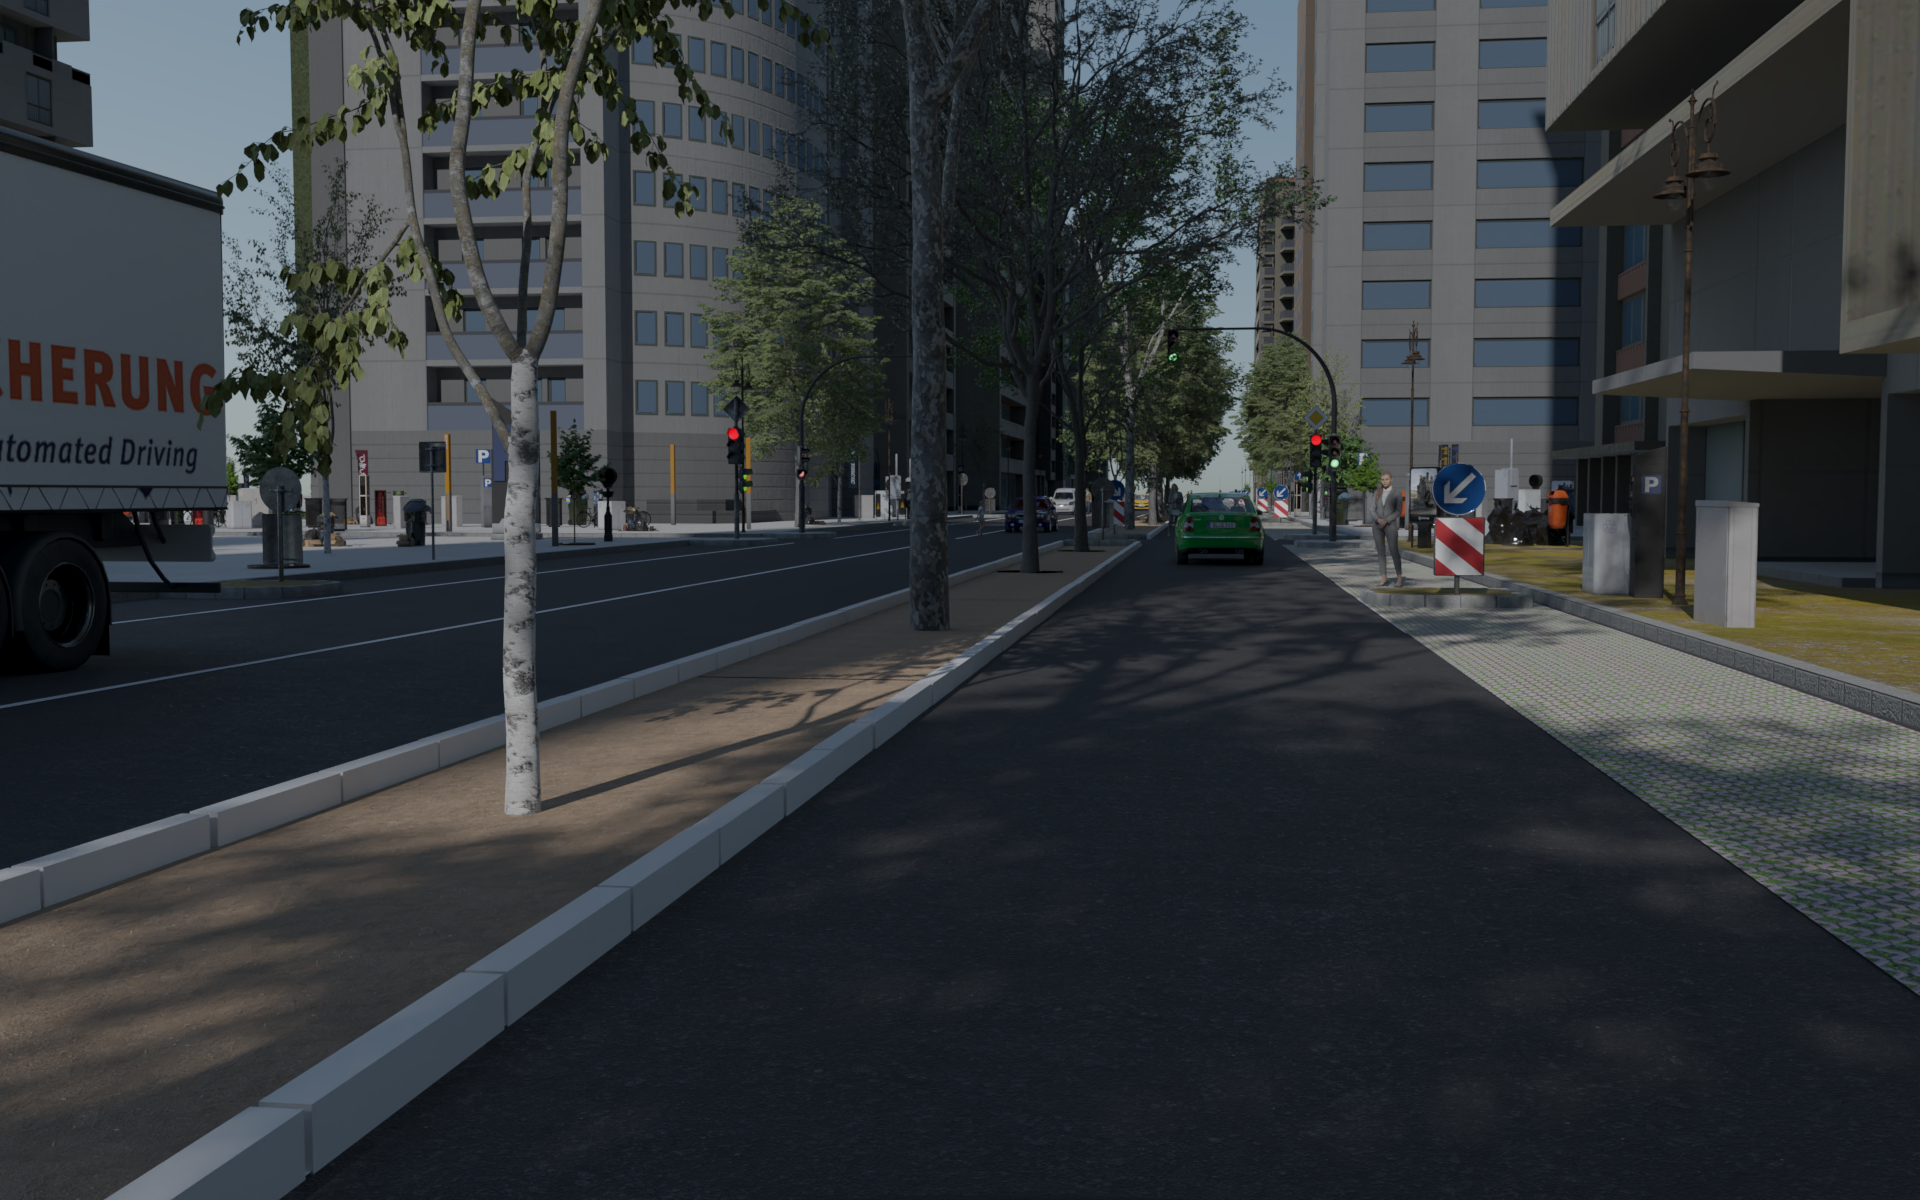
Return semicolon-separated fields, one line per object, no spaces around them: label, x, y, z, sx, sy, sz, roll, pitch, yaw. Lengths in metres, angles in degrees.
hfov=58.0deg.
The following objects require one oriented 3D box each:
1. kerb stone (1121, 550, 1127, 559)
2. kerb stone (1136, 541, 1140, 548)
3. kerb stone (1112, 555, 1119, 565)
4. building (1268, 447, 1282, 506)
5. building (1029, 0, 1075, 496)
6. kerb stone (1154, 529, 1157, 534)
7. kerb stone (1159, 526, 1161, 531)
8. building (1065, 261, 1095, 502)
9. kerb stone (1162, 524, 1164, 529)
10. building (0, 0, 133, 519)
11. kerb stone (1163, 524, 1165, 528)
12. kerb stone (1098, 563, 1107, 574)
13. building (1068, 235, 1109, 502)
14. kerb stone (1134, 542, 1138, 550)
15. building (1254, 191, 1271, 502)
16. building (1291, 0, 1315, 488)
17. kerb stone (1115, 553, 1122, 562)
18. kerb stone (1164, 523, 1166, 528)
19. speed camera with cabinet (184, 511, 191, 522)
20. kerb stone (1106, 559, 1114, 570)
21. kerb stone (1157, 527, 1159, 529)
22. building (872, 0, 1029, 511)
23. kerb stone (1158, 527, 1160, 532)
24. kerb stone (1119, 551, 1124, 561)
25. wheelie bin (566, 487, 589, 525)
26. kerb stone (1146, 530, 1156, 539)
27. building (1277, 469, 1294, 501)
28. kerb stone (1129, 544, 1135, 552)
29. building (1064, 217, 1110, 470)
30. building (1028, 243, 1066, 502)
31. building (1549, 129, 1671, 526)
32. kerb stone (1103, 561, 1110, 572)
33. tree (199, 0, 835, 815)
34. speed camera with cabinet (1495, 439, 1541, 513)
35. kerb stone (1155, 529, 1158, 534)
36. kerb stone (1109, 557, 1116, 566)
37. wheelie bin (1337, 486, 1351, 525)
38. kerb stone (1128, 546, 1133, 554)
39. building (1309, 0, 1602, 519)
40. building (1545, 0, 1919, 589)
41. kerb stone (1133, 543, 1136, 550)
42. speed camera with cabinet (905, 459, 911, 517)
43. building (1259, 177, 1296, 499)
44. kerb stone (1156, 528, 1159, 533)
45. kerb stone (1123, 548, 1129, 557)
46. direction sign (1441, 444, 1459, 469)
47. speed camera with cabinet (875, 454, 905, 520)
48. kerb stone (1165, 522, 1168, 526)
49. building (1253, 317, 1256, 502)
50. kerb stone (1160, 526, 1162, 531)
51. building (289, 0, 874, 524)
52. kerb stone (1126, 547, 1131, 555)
kerb stone;3.490;-0.944;37.629;0.120;0.150;1.000;1;4;8
kerb stone;4.510;-1.379;44.741;0.120;0.150;1.000;1;4;8
kerb stone;3.036;-0.755;34.578;0.120;0.150;1.000;1;4;8
building;45.077;-53.317;184.408;22.319;86.520;31.000;1;4;8
building;5.197;-48.187;226.104;20.563;71.187;20.611;1;4;8
kerb stone;6.477;-2.216;58.429;0.120;0.150;1.000;1;4;8
kerb stone;7.204;-2.526;63.494;0.120;0.150;1.000;1;4;8
building;2.922;-34.127;249.865;32.217;40.220;23.993;1;4;8
kerb stone;7.791;-2.773;67.554;0.120;0.150;1.000;1;4;8
building;-57.521;-29.882;77.806;27.495;52.752;28.713;1;4;8
kerb stone;7.949;-2.836;68.567;0.120;0.150;1.000;1;4;8
kerb stone;2.457;-0.506;30.520;0.120;0.150;1.000;1;4;8
building;15.572;-35.716;267.558;14.154;41.232;14.086;1;4;8
kerb stone;4.359;-1.317;43.730;0.120;0.150;1.000;1;4;8
building;55.261;-38.868;259.190;21.300;48.544;21.600;1;4;8
building;34.993;-30.145;142.975;14.600;45.320;14.200;1;4;8
kerb stone;3.184;-0.819;35.592;0.120;0.150;1.000;1;4;8
kerb stone;8.237;-2.961;70.607;0.120;0.150;1.000;1;4;8
speed camera with cabinet;-35.703;-5.296;80.926;0.660;3.252;2.038;0;4;1
kerb stone;2.750;-0.627;32.549;0.120;0.150;1.000;1;4;8
kerb stone;6.916;-2.401;61.469;0.120;0.150;1.000;1;4;8
building;-6.003;-31.808;143.770;21.300;48.544;21.600;1;4;8
kerb stone;7.059;-2.464;62.483;0.120;0.150;1.000;1;4;8
kerb stone;3.327;-0.882;36.610;0.120;0.150;1.000;1;4;8
wheelie bin;-15.622;-3.857;70.963;0.693;1.594;0.980;3;5;44
kerb stone;6.326;-2.151;57.411;0.120;0.150;1.000;1;4;8
building;40.300;-44.095;159.197;20.563;71.187;20.611;1;4;8
kerb stone;4.067;-1.192;41.691;0.120;0.150;1.000;1;4;8
building;16.906;-38.617;281.504;14.600;45.320;14.200;1;4;8
building;4.503;-26.007;196.916;14.160;30.474;14.107;1;4;8
building;37.680;-25.006;63.479;28.867;44.769;22.147;1;4;8
kerb stone;2.600;-0.571;31.537;0.120;0.150;1.000;1;4;8
tree;-1.961;-3.358;7.730;4.737;8.622;4.395;0;3;0
speed camera with cabinet;20.121;-4.167;62.462;2.038;3.252;0.660;-3;4;-38
kerb stone;6.623;-2.278;59.445;0.120;0.150;1.000;1;4;8
kerb stone;2.892;-0.694;33.565;0.120;0.150;1.000;1;4;8
wheelie bin;15.611;-3.871;71.203;0.980;1.594;0.693;3;4;36
kerb stone;3.918;-1.130;40.674;0.120;0.150;1.000;1;4;8
building;31.334;-34.169;100.659;21.231;58.520;28.212;1;4;8
building;23.331;-26.315;19.491;28.713;52.752;27.495;1;4;8
kerb stone;4.209;-1.255;42.713;0.120;0.150;1.000;1;4;8
speed camera with cabinet;-3.059;-6.254;96.584;0.660;3.252;2.038;3;4;38
building;51.869;-35.414;233.639;22.147;44.769;28.867;1;4;8
kerb stone;6.775;-2.340;60.456;0.120;0.150;1.000;1;4;8
kerb stone;3.624;-1.006;38.647;0.120;0.150;1.000;1;4;8
direction sign;22.283;-5.313;78.858;0.379;3.537;0.876;-3;5;-41
speed camera with cabinet;-3.590;-5.607;86.013;0.660;3.252;2.038;-2;4;-25
kerb stone;8.532;-3.085;72.629;0.120;0.150;1.000;1;4;8
building;54.274;-30.996;278.477;14.160;30.474;14.107;1;4;8
kerb stone;7.358;-2.588;64.511;0.120;0.150;1.000;1;4;8
building;-17.370;-33.277;86.082;21.231;58.520;28.212;1;4;8
kerb stone;3.773;-1.068;39.658;0.120;0.150;1.000;1;4;8
